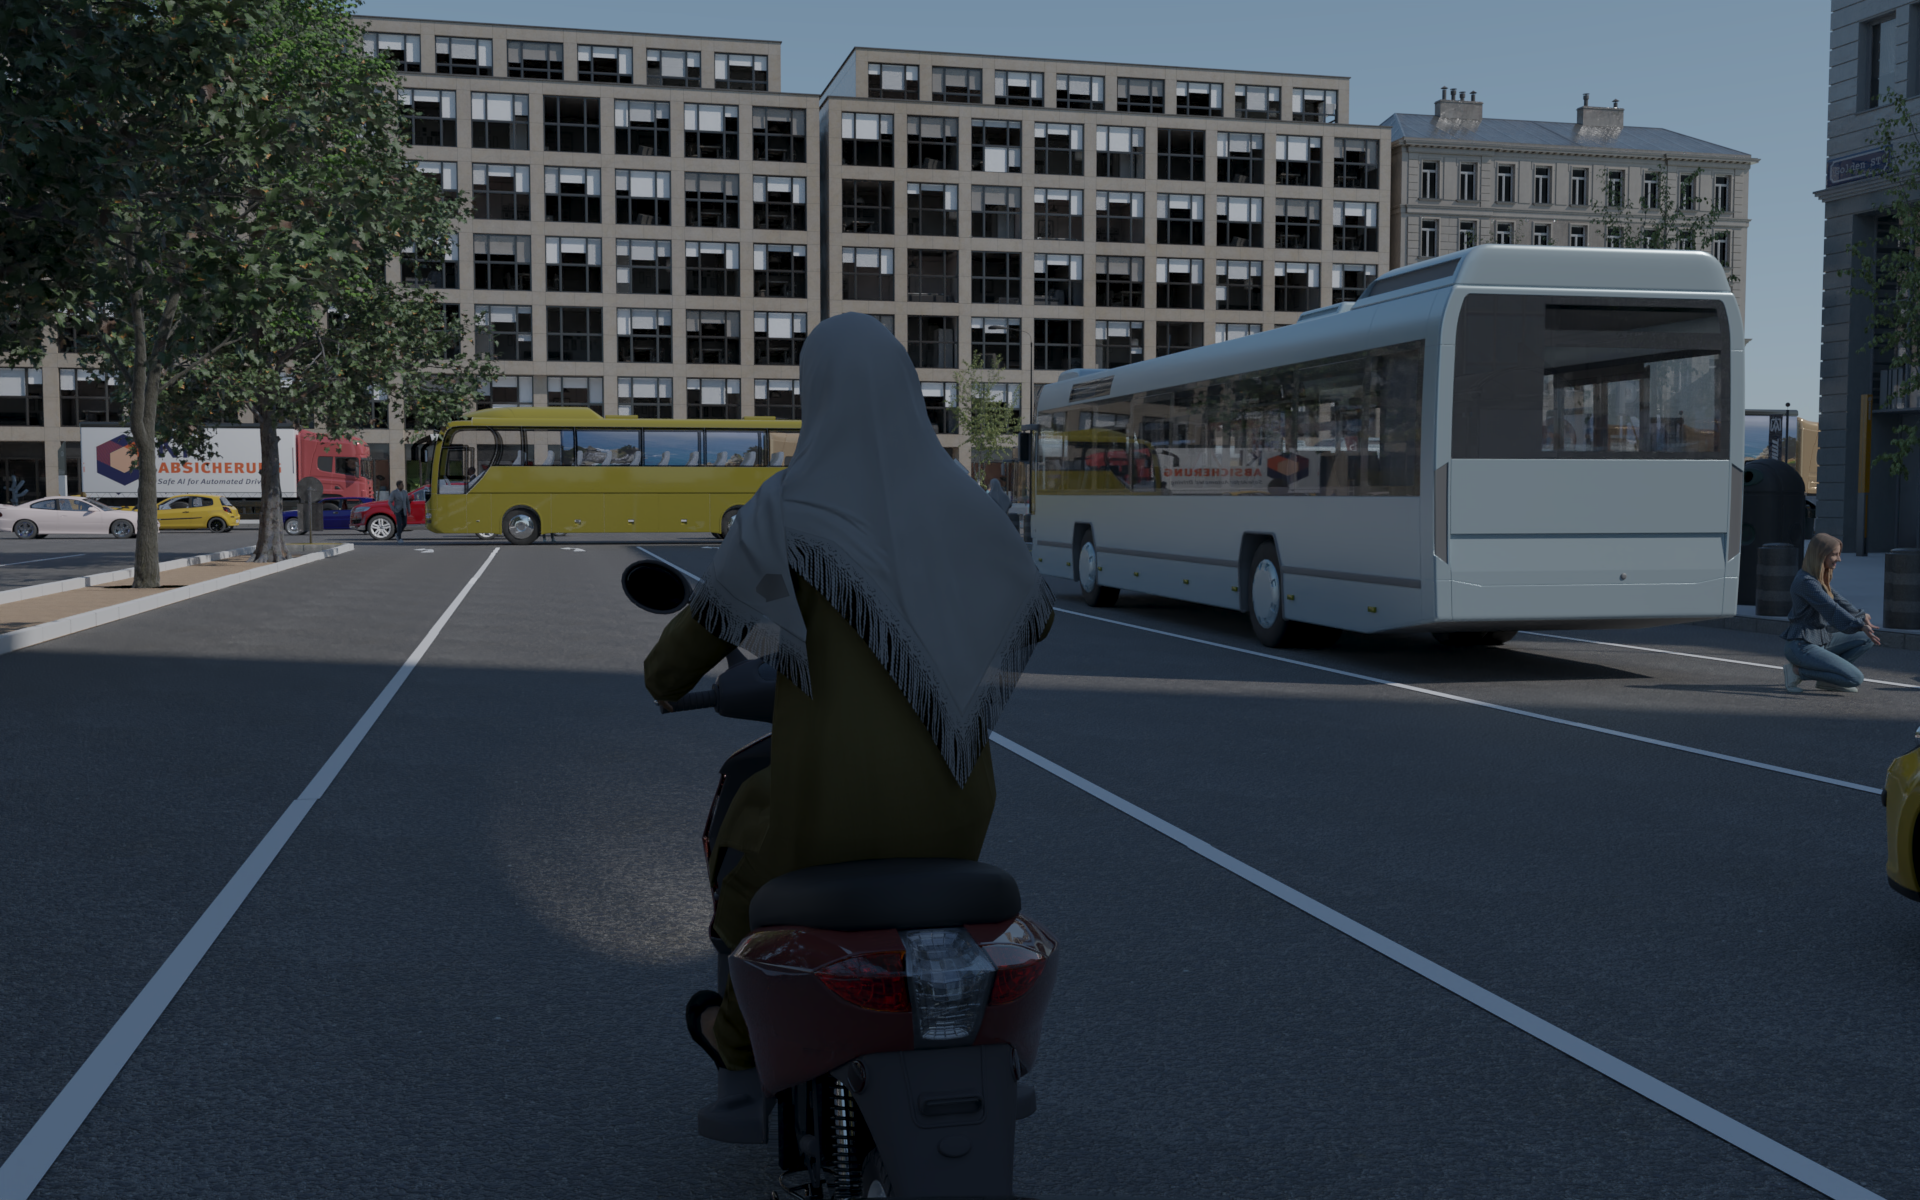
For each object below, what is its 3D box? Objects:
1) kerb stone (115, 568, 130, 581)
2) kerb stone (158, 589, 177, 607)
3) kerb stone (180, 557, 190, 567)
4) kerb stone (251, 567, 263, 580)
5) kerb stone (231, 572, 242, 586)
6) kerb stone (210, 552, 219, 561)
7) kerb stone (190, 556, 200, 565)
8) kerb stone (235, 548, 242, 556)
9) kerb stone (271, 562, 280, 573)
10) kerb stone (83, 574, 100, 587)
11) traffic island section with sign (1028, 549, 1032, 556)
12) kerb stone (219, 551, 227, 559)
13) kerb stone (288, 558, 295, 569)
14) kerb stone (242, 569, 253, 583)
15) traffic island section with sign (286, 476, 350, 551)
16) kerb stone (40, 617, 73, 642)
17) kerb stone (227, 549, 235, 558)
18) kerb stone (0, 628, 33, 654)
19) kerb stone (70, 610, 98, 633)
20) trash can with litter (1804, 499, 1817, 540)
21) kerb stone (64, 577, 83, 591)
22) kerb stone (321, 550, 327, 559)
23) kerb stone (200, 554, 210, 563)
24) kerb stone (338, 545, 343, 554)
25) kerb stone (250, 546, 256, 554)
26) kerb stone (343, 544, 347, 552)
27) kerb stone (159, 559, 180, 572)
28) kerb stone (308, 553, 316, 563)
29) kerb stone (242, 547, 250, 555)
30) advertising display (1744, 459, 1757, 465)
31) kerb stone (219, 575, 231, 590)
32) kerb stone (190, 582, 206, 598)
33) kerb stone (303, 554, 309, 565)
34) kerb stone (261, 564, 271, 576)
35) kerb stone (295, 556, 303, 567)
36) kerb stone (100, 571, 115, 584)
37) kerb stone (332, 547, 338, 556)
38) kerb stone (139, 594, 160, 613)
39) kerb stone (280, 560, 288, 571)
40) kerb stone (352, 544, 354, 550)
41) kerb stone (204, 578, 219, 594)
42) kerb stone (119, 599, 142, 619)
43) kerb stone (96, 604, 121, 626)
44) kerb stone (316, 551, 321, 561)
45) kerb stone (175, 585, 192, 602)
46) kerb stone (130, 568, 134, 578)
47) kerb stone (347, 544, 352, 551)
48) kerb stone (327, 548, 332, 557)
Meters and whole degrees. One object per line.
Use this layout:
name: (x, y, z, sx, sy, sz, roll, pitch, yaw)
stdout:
kerb stone: (-13.992, -0.395, 28.743, 0.120, 0.150, 1.000, -1, 4, -14)
kerb stone: (-10.251, 0.000, 22.215, 0.120, 0.150, 1.000, -1, 4, -14)
kerb stone: (-15.215, -0.705, 33.745, 0.120, 0.150, 1.000, -1, 4, -14)
kerb stone: (-11.951, -0.429, 29.216, 0.120, 0.150, 1.000, -1, 4, -14)
kerb stone: (-11.471, -0.307, 27.219, 0.120, 0.150, 1.000, -1, 4, -14)
kerb stone: (-15.943, -0.890, 36.751, 0.120, 0.150, 1.000, -1, 4, -14)
kerb stone: (-15.462, -0.768, 34.745, 0.120, 0.150, 1.000, -1, 4, -14)
kerb stone: (-16.677, -1.074, 39.750, 0.120, 0.150, 1.000, -1, 4, -14)
kerb stone: (-12.443, -0.547, 31.216, 0.120, 0.150, 1.000, -1, 4, -14)
kerb stone: (-13.509, -0.278, 26.734, 0.120, 0.150, 1.000, -1, 4, -14)
traffic island section with sign: (2.103, -1.859, 39.015, 1.989, 1.847, 2.006, -1, 4, -14)
kerb stone: (-16.190, -0.951, 37.749, 0.120, 0.150, 1.000, -1, 4, -14)
kerb stone: (-12.928, -0.674, 33.213, 0.120, 0.150, 1.000, -1, 4, -14)
kerb stone: (-11.711, -0.362, 28.218, 0.120, 0.150, 1.000, -1, 4, -14)
traffic island section with sign: (-16.723, -2.215, 44.355, 2.006, 1.907, 1.989, -1, 4, -14)
kerb stone: (-9.038, 0.308, 17.209, 0.120, 0.150, 1.000, -1, 4, -14)
kerb stone: (-16.437, -1.008, 38.751, 0.120, 0.150, 1.000, -1, 4, -14)
kerb stone: (-8.791, 0.366, 16.211, 0.120, 0.150, 1.000, -1, 4, -14)
kerb stone: (-9.279, 0.245, 18.208, 0.120, 0.150, 1.000, -1, 4, -14)
trash can with litter: (23.886, -2.280, 48.672, 1.055, 1.170, 0.624, -2, 4, -23)
kerb stone: (-13.261, -0.215, 25.732, 0.120, 0.150, 1.000, -1, 4, -14)
kerb stone: (-14.139, -0.976, 38.216, 0.120, 0.150, 1.000, -1, 4, -14)
kerb stone: (-15.700, -0.829, 35.745, 0.120, 0.150, 1.000, -1, 4, -14)
kerb stone: (-14.869, -1.162, 41.217, 0.120, 0.150, 1.000, -1, 4, -14)
kerb stone: (-17.162, -1.196, 41.753, 0.120, 0.150, 1.000, -1, 4, -14)
kerb stone: (-15.118, -1.219, 42.214, 0.120, 0.150, 1.000, -1, 4, -14)
kerb stone: (-14.973, -0.642, 32.747, 0.120, 0.150, 1.000, -1, 4, -14)
kerb stone: (-13.650, -0.858, 36.219, 0.120, 0.150, 1.000, -1, 4, -14)
kerb stone: (-16.919, -1.135, 40.755, 0.120, 0.150, 1.000, -1, 4, -14)
advertising display: (14.927, -1.675, 32.605, 0.123, 1.923, 0.974, 1, 4, 11)
kerb stone: (-11.223, -0.246, 26.222, 0.120, 0.150, 1.000, -1, 4, -14)
kerb stone: (-10.736, -0.124, 24.217, 0.120, 0.150, 1.000, -1, 4, -14)
kerb stone: (-13.414, -0.787, 35.217, 0.120, 0.150, 1.000, -1, 4, -14)
kerb stone: (-12.201, -0.491, 30.217, 0.120, 0.150, 1.000, -1, 4, -14)
kerb stone: (-13.168, -0.735, 34.213, 0.120, 0.150, 1.000, -1, 4, -14)
kerb stone: (-13.759, -0.339, 27.739, 0.120, 0.150, 1.000, -1, 4, -14)
kerb stone: (-14.626, -1.102, 40.218, 0.120, 0.150, 1.000, -1, 4, -14)
kerb stone: (-10.002, 0.060, 21.209, 0.120, 0.150, 1.000, -1, 4, -14)
kerb stone: (-12.679, -0.610, 32.217, 0.120, 0.150, 1.000, -1, 4, -14)
kerb stone: (-15.596, -1.347, 44.214, 0.120, 0.150, 1.000, -1, 4, -14)
kerb stone: (-10.982, -0.185, 25.223, 0.120, 0.150, 1.000, -1, 4, -14)
kerb stone: (-9.757, 0.122, 20.212, 0.120, 0.150, 1.000, -1, 4, -14)
kerb stone: (-9.518, 0.182, 19.212, 0.120, 0.150, 1.000, -1, 4, -14)
kerb stone: (-13.902, -0.919, 37.216, 0.120, 0.150, 1.000, -1, 4, -14)
kerb stone: (-10.497, -0.063, 23.218, 0.120, 0.150, 1.000, -1, 4, -14)
kerb stone: (-14.246, -0.462, 29.743, 0.120, 0.150, 1.000, -1, 4, -14)
kerb stone: (-15.363, -1.286, 43.214, 0.120, 0.150, 1.000, -1, 4, -14)
kerb stone: (-14.389, -1.041, 39.212, 0.120, 0.150, 1.000, -1, 4, -14)
